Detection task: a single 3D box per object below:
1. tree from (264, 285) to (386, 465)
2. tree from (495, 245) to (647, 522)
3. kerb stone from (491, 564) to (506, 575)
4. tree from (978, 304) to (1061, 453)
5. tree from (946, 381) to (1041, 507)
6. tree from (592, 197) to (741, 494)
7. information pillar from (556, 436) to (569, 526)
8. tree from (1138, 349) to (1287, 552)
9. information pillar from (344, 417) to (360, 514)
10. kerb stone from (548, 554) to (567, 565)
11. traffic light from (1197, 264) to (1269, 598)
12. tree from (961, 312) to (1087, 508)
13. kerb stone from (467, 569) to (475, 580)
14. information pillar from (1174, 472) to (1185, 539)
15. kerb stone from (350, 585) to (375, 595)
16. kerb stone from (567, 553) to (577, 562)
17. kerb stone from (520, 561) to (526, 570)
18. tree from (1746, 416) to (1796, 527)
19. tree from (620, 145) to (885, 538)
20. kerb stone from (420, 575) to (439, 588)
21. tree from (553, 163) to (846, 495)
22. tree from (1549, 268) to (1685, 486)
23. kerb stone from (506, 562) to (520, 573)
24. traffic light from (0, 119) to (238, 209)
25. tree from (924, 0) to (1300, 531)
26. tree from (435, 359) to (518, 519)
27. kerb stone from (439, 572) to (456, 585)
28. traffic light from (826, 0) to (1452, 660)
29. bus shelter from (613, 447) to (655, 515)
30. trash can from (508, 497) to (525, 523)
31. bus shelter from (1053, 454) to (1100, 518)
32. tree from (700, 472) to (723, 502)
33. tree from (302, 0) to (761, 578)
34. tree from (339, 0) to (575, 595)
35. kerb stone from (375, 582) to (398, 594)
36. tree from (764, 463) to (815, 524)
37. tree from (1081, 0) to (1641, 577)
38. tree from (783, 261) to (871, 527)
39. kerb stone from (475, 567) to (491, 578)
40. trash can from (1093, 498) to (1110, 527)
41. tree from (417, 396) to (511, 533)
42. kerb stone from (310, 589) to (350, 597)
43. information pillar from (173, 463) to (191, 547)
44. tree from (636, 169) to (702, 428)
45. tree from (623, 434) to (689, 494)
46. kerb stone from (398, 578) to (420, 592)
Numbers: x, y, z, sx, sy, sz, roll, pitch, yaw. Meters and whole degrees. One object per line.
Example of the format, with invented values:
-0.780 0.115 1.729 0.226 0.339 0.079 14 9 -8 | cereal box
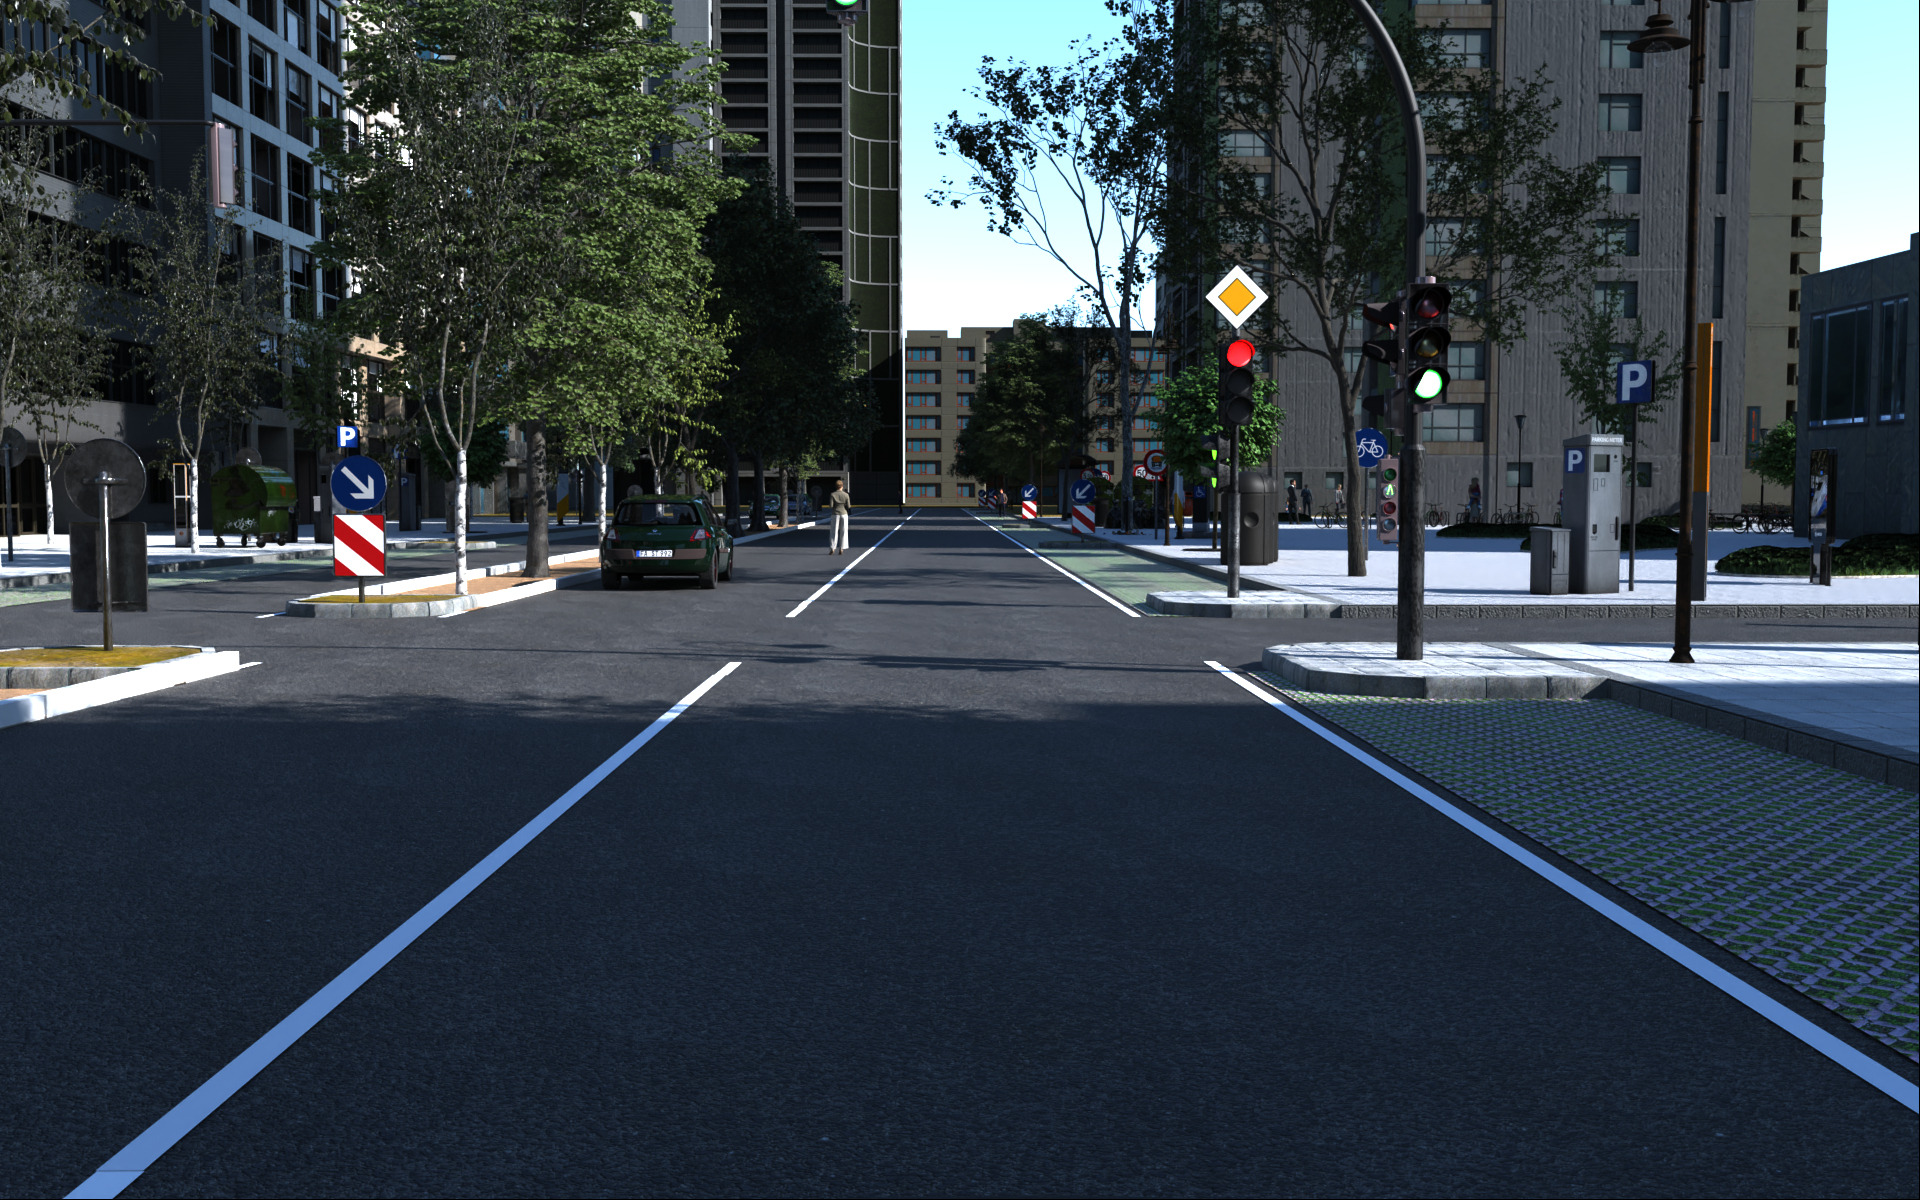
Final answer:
-22.332 -6.758 60.855 4.737 8.622 4.395 0 3 0 | tree
-17.401 -10.647 80.735 9.857 13.997 8.962 0 3 0 | tree
-8.252 -0.511 30.573 0.120 0.150 1.000 0 4 -1 | kerb stone
4.902 -9.016 81.827 8.767 10.594 7.601 0 4 7 | tree
3.411 -15.462 169.811 9.611 12.733 9.660 0 3 0 | tree
-7.203 -5.408 41.239 4.737 8.622 4.395 0 3 0 | tree
-16.074 -4.808 69.957 0.504 3.616 0.183 -2 4 -32 | information pillar
5.697 -3.389 39.130 4.285 4.588 4.351 0 3 0 | tree
-18.485 -3.752 52.699 0.183 3.616 0.504 3 5 43 | information pillar
-8.317 -0.827 35.709 0.120 0.150 1.000 0 4 -1 | kerb stone
3.369 -1.984 21.353 0.839 4.253 0.868 0 4 -1 | traffic light
4.335 -11.621 108.138 7.486 12.596 7.792 0 3 0 | tree
-8.221 -0.386 28.514 0.120 0.150 1.000 0 4 -1 | kerb stone
6.218 -3.536 49.175 0.183 3.616 0.504 2 4 28 | information pillar
-8.163 -0.073 23.390 0.120 0.150 1.000 0 4 -1 | kerb stone
-8.333 -0.889 36.732 0.120 0.150 1.000 0 4 -1 | kerb stone
-8.280 -0.638 32.622 0.120 0.150 1.000 0 4 -1 | kerb stone
33.187 -5.207 68.851 4.285 4.588 4.351 0 3 0 | tree
-7.477 -8.396 56.740 9.611 12.733 9.660 0 3 0 | tree
-8.205 -0.261 26.470 0.120 0.150 1.000 0 4 -1 | kerb stone
-7.246 -6.762 47.436 8.767 10.594 7.601 0 4 -1 | tree
21.219 -6.489 56.458 4.737 8.622 4.395 0 3 0 | tree
-8.265 -0.570 31.600 0.120 0.150 1.000 0 4 -1 | kerb stone
-11.300 -2.845 21.189 4.771 5.953 1.251 0 4 -1 | traffic light
5.041 -12.436 59.221 12.611 20.169 13.585 0 3 0 | tree
-24.949 -8.484 89.079 4.737 8.622 4.395 0 3 0 | tree
-8.215 -0.317 27.492 0.120 0.150 1.000 0 4 -1 | kerb stone
1.379 -2.357 13.201 4.771 5.953 1.251 0 4 -1 | traffic light
-16.665 -6.054 90.266 1.731 3.624 6.357 0 4 -1 | bus shelter
-19.440 -3.934 75.975 0.748 1.137 0.748 0 3 0 | trash can
6.040 -5.885 90.146 2.014 3.302 5.546 0 4 -1 | bus shelter
-17.353 -7.752 121.342 1.663 3.219 1.824 0 3 0 | tree
-7.360 -6.677 29.746 7.486 12.596 7.792 0 3 0 | tree
-6.895 -4.345 23.860 4.360 8.622 3.978 0 3 0 | tree
-8.172 -0.136 24.423 0.120 0.150 1.000 0 4 -1 | kerb stone
-7.849 -8.135 85.835 4.360 8.622 3.978 0 3 0 | tree
6.228 -5.668 27.078 8.767 10.594 7.601 0 4 0 | tree
-7.758 -9.449 75.068 7.486 12.596 7.792 0 3 0 | tree
-8.240 -0.444 29.542 0.120 0.150 1.000 0 4 -1 | kerb stone
5.495 -3.426 67.671 0.748 1.137 0.748 0 3 0 | trash can
-16.414 -4.509 57.440 4.285 4.588 4.351 0 3 0 | tree
-8.149 -0.011 22.368 0.120 0.150 1.000 0 4 -1 | kerb stone
-18.705 -2.274 41.669 0.304 2.012 0.304 0 4 -7 | information pillar
-7.429 -5.080 35.877 4.360 8.622 3.978 0 3 0 | tree
-17.468 -12.200 109.832 12.009 13.543 11.850 0 3 0 | tree
-8.189 -0.199 25.448 0.120 0.150 1.000 0 4 -1 | kerb stone
